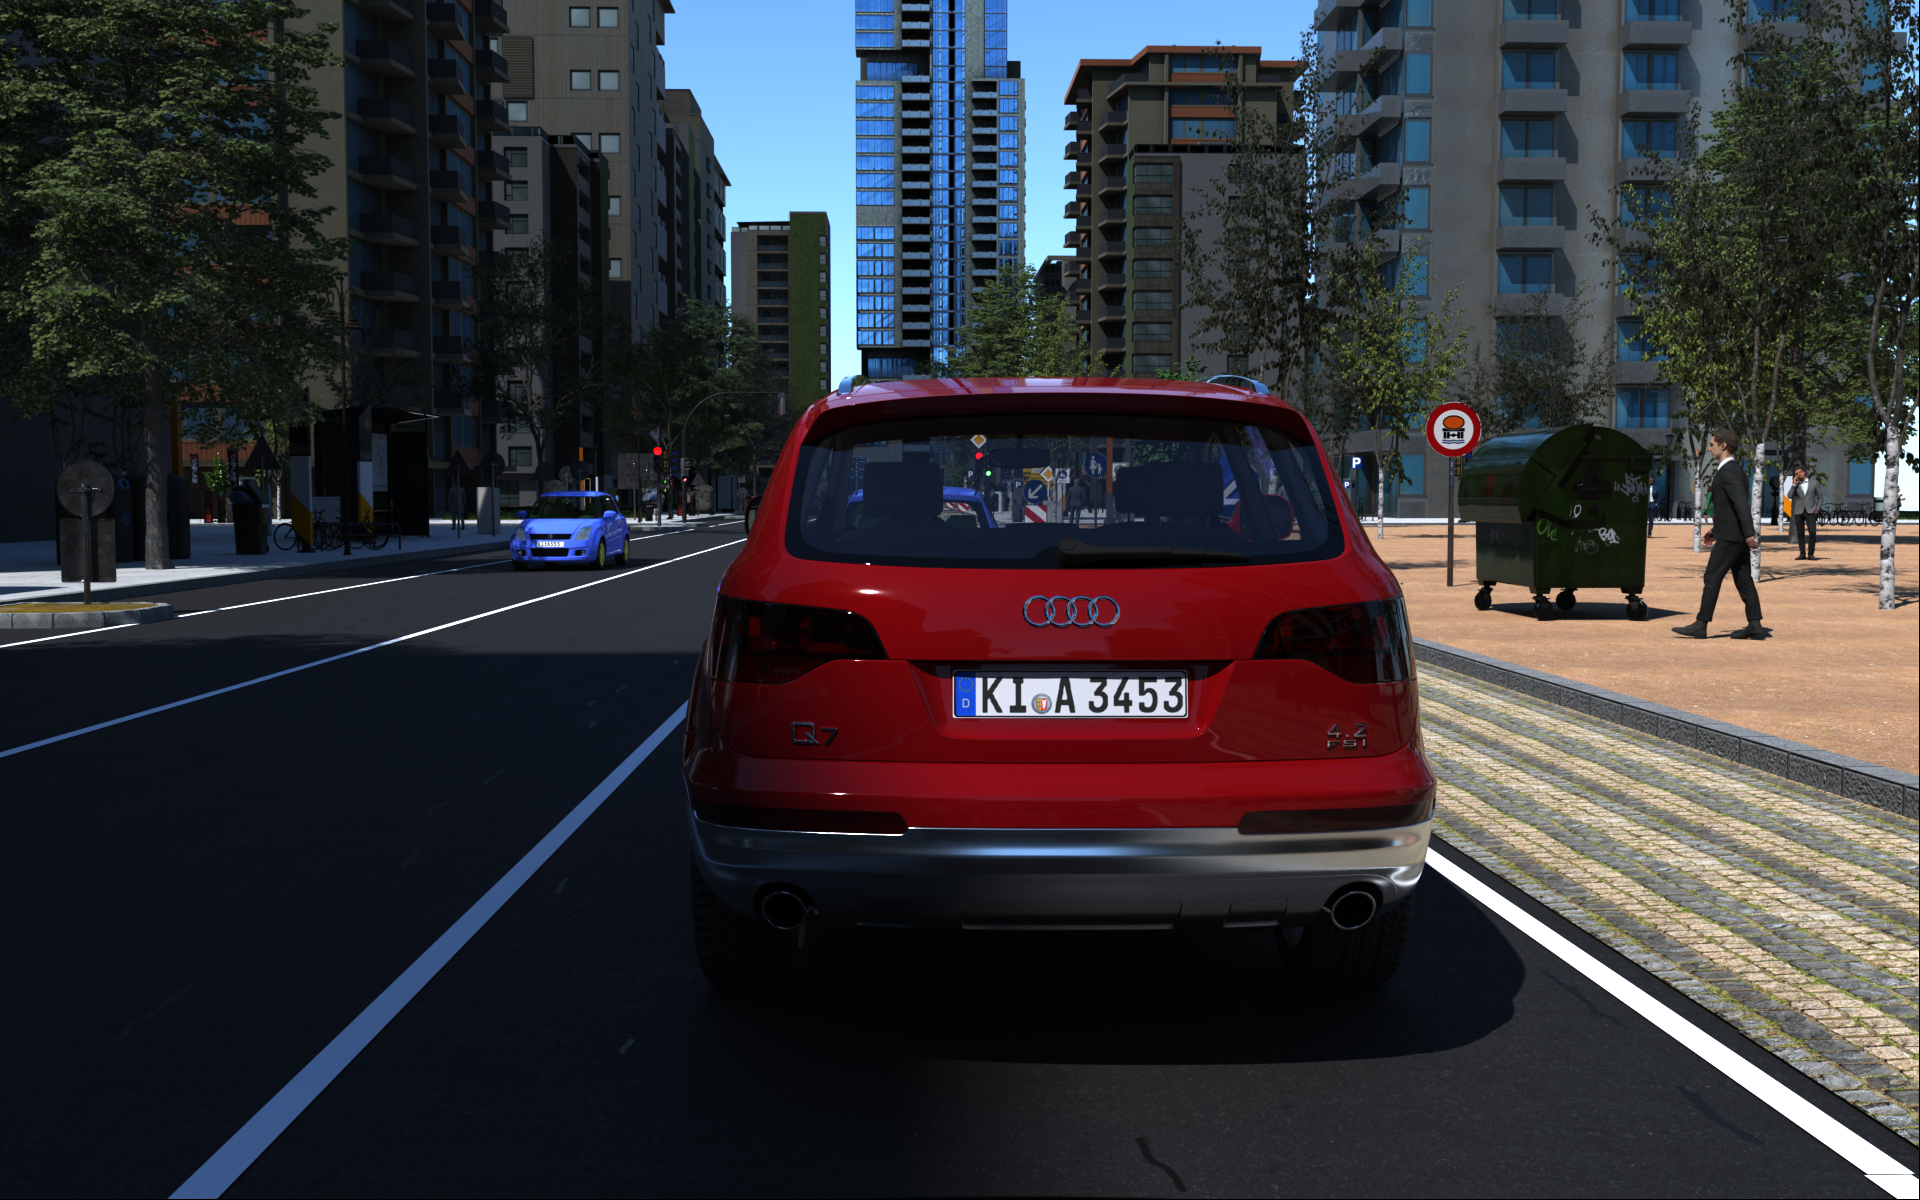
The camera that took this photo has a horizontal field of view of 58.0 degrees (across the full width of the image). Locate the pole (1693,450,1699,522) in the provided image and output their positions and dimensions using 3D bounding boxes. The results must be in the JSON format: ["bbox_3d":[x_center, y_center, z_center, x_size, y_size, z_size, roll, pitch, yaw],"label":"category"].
[{"bbox_3d":[33.834,-5.244,79.585,0.158,3.312,0.155,0,3,0],"label":"pole"}]

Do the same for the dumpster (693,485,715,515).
[{"bbox_3d":[-15.501,-6.048,104.644,1.264,1.857,1.865,0,4,-2],"label":"dumpster"}]

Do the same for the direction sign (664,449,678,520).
[{"bbox_3d":[-14.651,-5.824,87.226,0.876,3.537,0.379,-1,4,-18],"label":"direction sign"}]

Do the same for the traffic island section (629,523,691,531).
[{"bbox_3d":[-12.004,-2.860,69.041,2.009,0.180,2.903,0,4,-2],"label":"traffic island section"}]

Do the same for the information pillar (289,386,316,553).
[{"bbox_3d":[-14.366,-2.839,37.778,0.504,3.616,0.183,1,4,14],"label":"information pillar"}]

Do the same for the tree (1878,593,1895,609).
[{"bbox_3d":[10.592,-4.202,19.071,4.360,8.622,3.978,0,3,0],"label":"tree"}]

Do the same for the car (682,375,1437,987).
[{"bbox_3d":[0.248,0.128,6.580,2.281,1.827,5.304,0,4,0],"label":"car"}]

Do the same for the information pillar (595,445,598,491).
[{"bbox_3d":[-17.414,-5.608,83.038,0.183,3.616,0.504,-1,4,-16],"label":"information pillar"}]

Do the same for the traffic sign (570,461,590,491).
[{"bbox_3d":[-14.443,-4.017,65.791,0.768,2.556,0.104,0,4,0],"label":"traffic sign"}]

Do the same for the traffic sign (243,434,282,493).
[{"bbox_3d":[-15.189,-2.307,37.725,0.884,2.594,0.081,0,4,5],"label":"traffic sign"}]

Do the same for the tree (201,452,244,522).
[{"bbox_3d":[-34.133,-5.206,79.717,1.663,3.219,1.824,0,3,0],"label":"tree"}]

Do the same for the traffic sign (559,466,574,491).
[{"bbox_3d":[-17.899,-4.820,78.905,0.768,2.556,0.104,0,4,6],"label":"traffic sign"}]

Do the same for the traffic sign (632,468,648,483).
[{"bbox_3d":[-15.375,-5.081,83.188,0.768,2.556,0.104,0,4,4],"label":"traffic sign"}]

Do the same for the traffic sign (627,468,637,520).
[{"bbox_3d":[-16.104,-5.235,85.698,0.768,2.556,0.104,0,4,5],"label":"traffic sign"}]

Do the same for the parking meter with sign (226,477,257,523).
[{"bbox_3d":[-31.671,-4.938,76.996,1.738,3.016,0.543,-2,4,-32],"label":"parking meter with sign"}]

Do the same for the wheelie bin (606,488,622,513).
[{"bbox_3d":[-17.524,-4.866,87.473,0.980,1.594,0.693,2,4,29],"label":"wheelie bin"}]

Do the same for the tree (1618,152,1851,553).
[{"bbox_3d":[16.149,-5.328,37.475,4.737,8.622,4.395,0,3,0],"label":"tree"}]

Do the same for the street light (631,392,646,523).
[{"bbox_3d":[-14.389,-6.409,77.573,0.468,5.910,1.993,0,4,-2],"label":"street light"}]

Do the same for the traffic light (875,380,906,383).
[{"bbox_3d":[-0.998,-5.778,69.145,4.771,5.953,1.251,0,4,-2],"label":"traffic light"}]

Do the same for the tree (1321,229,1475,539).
[{"bbox_3d":[12.193,-6.030,48.949,4.737,8.622,4.395,0,3,0],"label":"tree"}]

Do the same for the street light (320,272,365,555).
[{"bbox_3d":[-12.898,-3.884,36.284,0.468,5.910,1.993,0,4,-2],"label":"street light"}]

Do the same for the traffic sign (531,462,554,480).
[{"bbox_3d":[-15.908,-4.034,65.955,0.884,2.594,0.081,0,3,0],"label":"traffic sign"}]

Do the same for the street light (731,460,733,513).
[{"bbox_3d":[-15.650,-8.924,118.699,0.468,5.910,1.993,0,4,-2],"label":"street light"}]

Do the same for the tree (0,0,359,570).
[{"bbox_3d":[-14.060,-6.782,29.012,7.486,12.596,7.792,0,3,0],"label":"tree"}]

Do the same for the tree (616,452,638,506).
[{"bbox_3d":[-25.148,-9.232,134.658,4.285,4.588,4.351,0,3,0],"label":"tree"}]

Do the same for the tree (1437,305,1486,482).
[{"bbox_3d":[20.109,-6.976,64.423,4.360,8.622,3.978,0,3,0],"label":"tree"}]

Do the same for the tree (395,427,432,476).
[{"bbox_3d":[-27.418,-6.150,84.261,4.285,4.588,4.351,0,3,0],"label":"tree"}]

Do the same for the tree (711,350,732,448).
[{"bbox_3d":[-15.868,-9.688,92.807,7.601,10.594,8.767,-2,4,-33],"label":"tree"}]

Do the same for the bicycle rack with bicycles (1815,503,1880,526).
[{"bbox_3d":[35.155,-3.444,69.694,2.852,0.926,2.925,0,4,0],"label":"bicycle rack with bicycles"}]

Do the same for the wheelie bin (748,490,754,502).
[{"bbox_3d":[-18.074,-8.685,149.909,0.980,1.594,0.693,-3,5,-42],"label":"wheelie bin"}]

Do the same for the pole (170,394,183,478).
[{"bbox_3d":[-16.010,-2.544,35.440,0.158,3.312,0.155,0,3,0],"label":"pole"}]

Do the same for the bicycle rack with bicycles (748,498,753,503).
[{"bbox_3d":[-17.491,-7.858,141.856,2.852,0.926,2.925,3,5,45],"label":"bicycle rack with bicycles"}]

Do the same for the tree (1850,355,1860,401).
[{"bbox_3d":[27.883,-6.593,58.154,4.737,8.622,4.395,0,3,0],"label":"tree"}]

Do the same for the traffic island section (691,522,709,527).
[{"bbox_3d":[-12.270,-3.348,77.022,2.009,0.180,2.903,0,4,-2],"label":"traffic island section"}]

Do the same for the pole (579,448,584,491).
[{"bbox_3d":[-16.602,-5.024,75.993,0.158,3.312,0.155,0,3,0],"label":"pole"}]

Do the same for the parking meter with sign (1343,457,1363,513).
[{"bbox_3d":[18.114,-5.159,80.606,0.543,3.016,1.738,3,4,36],"label":"parking meter with sign"}]

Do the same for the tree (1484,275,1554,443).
[{"bbox_3d":[20.297,-6.645,59.008,4.360,8.622,3.978,0,3,0],"label":"tree"}]

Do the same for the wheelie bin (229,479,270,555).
[{"bbox_3d":[-15.105,-1.768,36.819,0.693,1.594,0.980,0,4,-6],"label":"wheelie bin"}]

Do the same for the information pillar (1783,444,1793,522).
[{"bbox_3d":[37.994,-5.386,79.409,0.183,3.616,0.504,-2,4,-33],"label":"information pillar"}]

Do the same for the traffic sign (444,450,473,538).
[{"bbox_3d":[-14.643,-3.091,50.543,0.884,2.594,0.081,0,4,8],"label":"traffic sign"}]

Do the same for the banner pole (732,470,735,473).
[{"bbox_3d":[-16.825,-8.425,127.768,0.863,3.779,0.401,-2,4,-23],"label":"banner pole"}]

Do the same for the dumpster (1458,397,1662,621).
[{"bbox_3d":[6.285,-0.963,18.241,1.502,2.255,1.985,0,4,-2],"label":"dumpster"}]

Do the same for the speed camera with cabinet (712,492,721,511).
[{"bbox_3d":[-18.547,-8.168,127.880,2.038,3.252,0.660,0,4,1],"label":"speed camera with cabinet"}]

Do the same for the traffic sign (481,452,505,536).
[{"bbox_3d":[-14.177,-3.209,52.575,0.768,2.556,0.104,0,4,7],"label":"traffic sign"}]

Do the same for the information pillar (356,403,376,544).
[{"bbox_3d":[-15.175,-3.232,44.202,0.183,3.616,0.504,1,4,21],"label":"information pillar"}]

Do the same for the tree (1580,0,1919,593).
[{"bbox_3d":[11.470,-4.568,25.054,4.360,8.622,3.978,0,3,0],"label":"tree"}]

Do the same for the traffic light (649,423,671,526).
[{"bbox_3d":[-11.964,-4.892,68.908,0.839,4.253,0.868,0,4,-2],"label":"traffic light"}]

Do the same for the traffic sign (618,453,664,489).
[{"bbox_3d":[-15.946,-5.666,86.513,2.265,3.308,0.079,0,4,-1],"label":"traffic sign"}]

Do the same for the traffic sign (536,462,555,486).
[{"bbox_3d":[-16.596,-4.231,69.279,0.768,2.556,0.104,0,4,0],"label":"traffic sign"}]

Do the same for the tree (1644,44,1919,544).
[{"bbox_3d":[21.383,-7.741,44.685,7.486,12.596,7.792,0,3,0],"label":"tree"}]

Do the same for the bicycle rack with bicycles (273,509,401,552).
[{"bbox_3d":[-14.294,-1.623,39.916,2.925,0.926,2.852,-3,4,-36],"label":"bicycle rack with bicycles"}]

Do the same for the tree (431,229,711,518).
[{"bbox_3d":[-14.397,-7.691,60.155,8.767,10.594,7.601,1,4,16],"label":"tree"}]

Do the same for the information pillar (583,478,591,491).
[{"bbox_3d":[-17.287,-4.637,80.311,0.304,2.012,0.304,-1,4,-17],"label":"information pillar"}]

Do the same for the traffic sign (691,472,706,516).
[{"bbox_3d":[-15.175,-6.145,100.479,0.884,2.594,0.081,0,4,1],"label":"traffic sign"}]

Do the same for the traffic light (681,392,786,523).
[{"bbox_3d":[-10.141,-6.258,76.993,4.771,5.953,1.251,0,4,-2],"label":"traffic light"}]

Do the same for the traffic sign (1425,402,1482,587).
[{"bbox_3d":[6.807,-1.460,23.984,0.768,2.556,0.104,0,4,2],"label":"traffic sign"}]

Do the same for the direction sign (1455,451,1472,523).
[{"bbox_3d":[22.481,-5.228,77.467,0.379,3.537,0.876,-3,5,-45],"label":"direction sign"}]

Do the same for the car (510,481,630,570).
[{"bbox_3d":[-7.571,-1.478,33.754,1.945,1.707,3.694,0,3,0],"label":"car"}]

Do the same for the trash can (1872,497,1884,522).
[{"bbox_3d":[42.154,-4.137,79.291,0.748,1.137,0.748,0,3,0],"label":"trash can"}]
